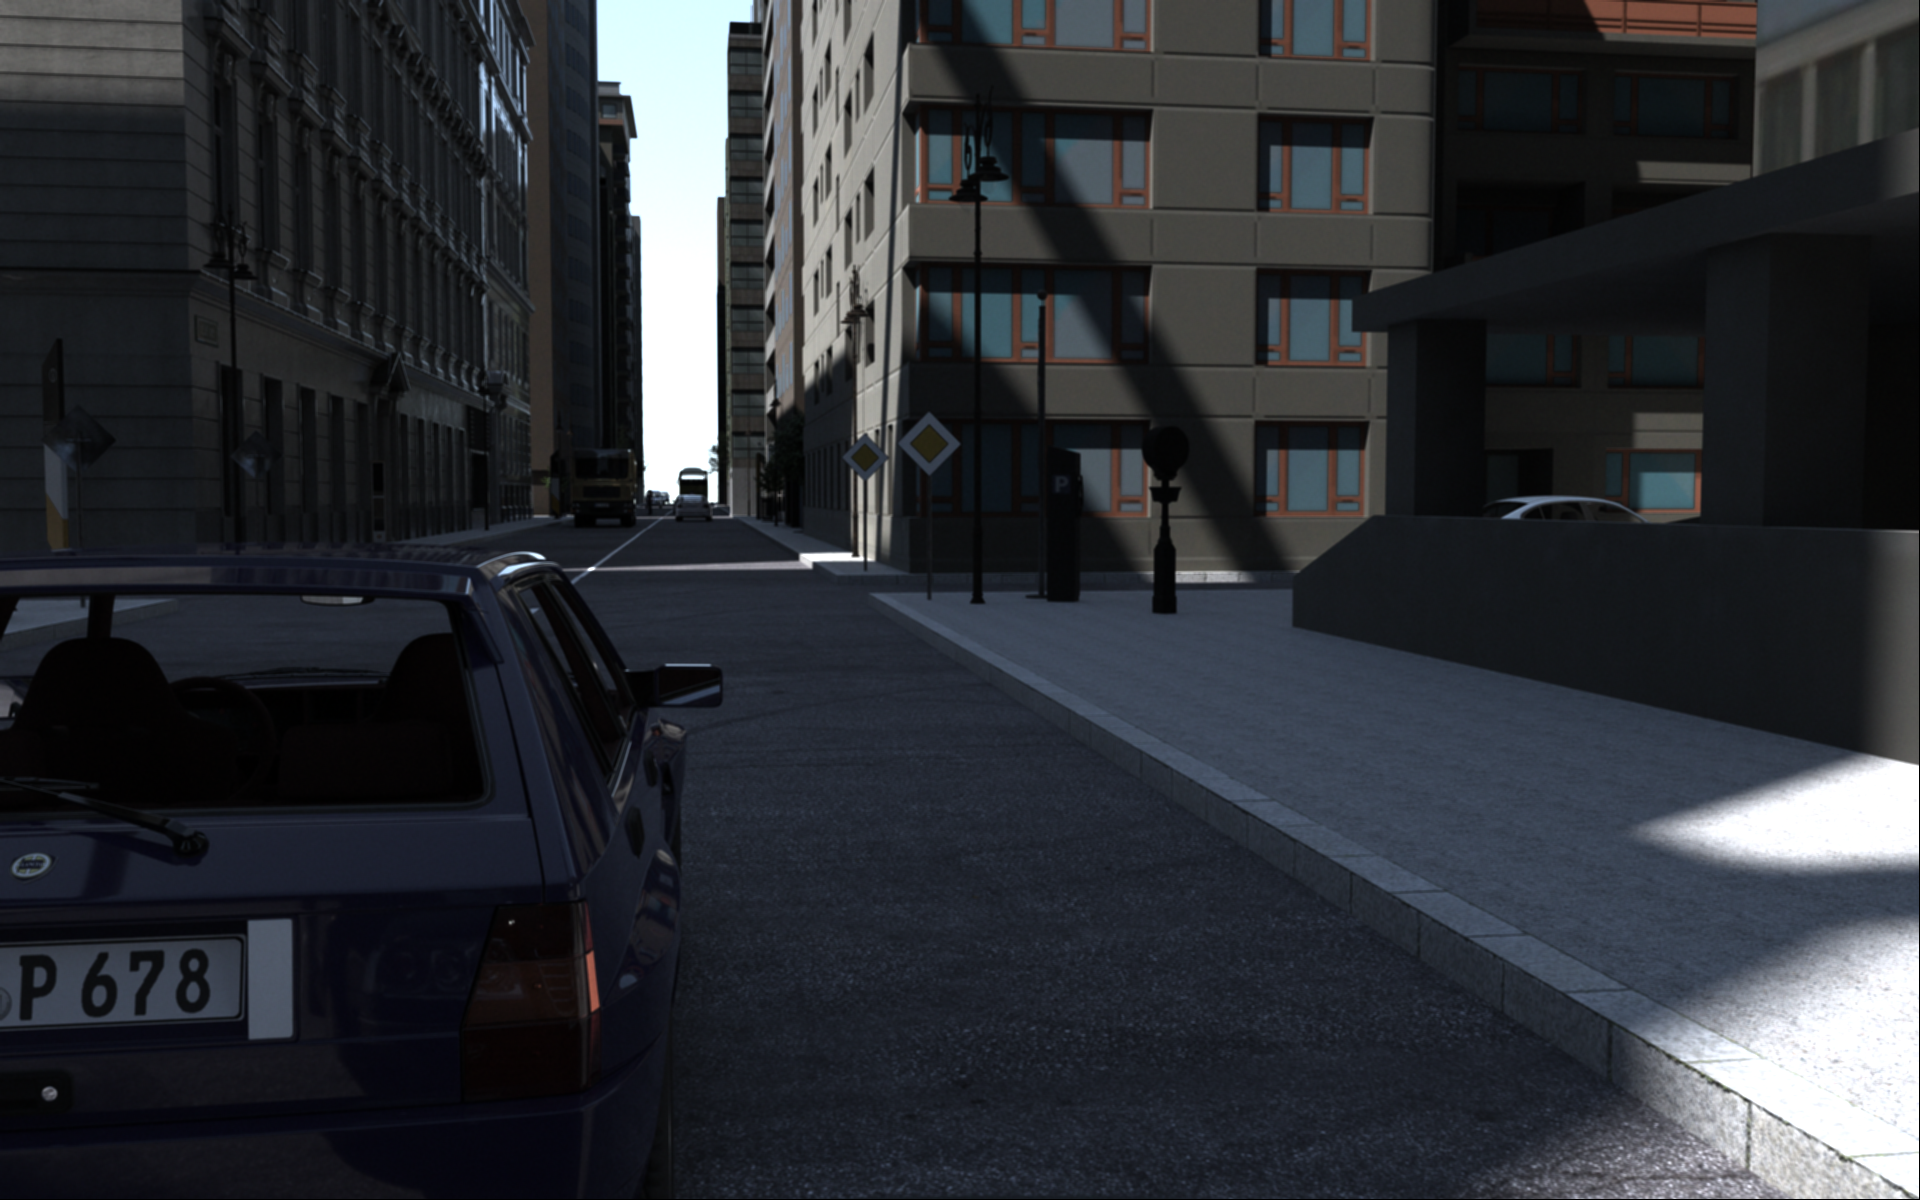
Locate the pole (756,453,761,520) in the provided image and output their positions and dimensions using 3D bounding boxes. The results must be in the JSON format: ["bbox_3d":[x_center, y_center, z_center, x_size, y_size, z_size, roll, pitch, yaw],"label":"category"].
[{"bbox_3d":[-10.136,-5.702,87.067,0.158,3.312,0.155,0,3,0],"label":"pole"}]

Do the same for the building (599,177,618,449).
[{"bbox_3d":[-40.051,-24.017,164.374,14.160,30.474,14.107,-1,4,-9],"label":"building"}]

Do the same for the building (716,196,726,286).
[{"bbox_3d":[-28.579,-36.954,254.313,14.600,45.320,14.200,-1,4,-9],"label":"building"}]

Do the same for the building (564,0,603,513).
[{"bbox_3d":[-38.130,-35.836,127.922,21.231,58.520,28.212,-1,4,-9],"label":"building"}]

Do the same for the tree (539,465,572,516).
[{"bbox_3d":[-23.142,-6.443,99.937,1.663,3.219,1.824,0,3,0],"label":"tree"}]

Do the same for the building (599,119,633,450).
[{"bbox_3d":[-48.848,-33.172,196.983,22.147,44.769,28.867,-1,4,-9],"label":"building"}]

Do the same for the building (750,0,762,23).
[{"bbox_3d":[-9.762,-33.331,164.577,23.786,49.044,30.456,-1,4,-9],"label":"building"}]

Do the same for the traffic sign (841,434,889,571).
[{"bbox_3d":[-1.581,-1.541,28.845,0.795,2.450,0.064,-1,4,-9],"label":"traffic sign"}]

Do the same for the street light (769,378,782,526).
[{"bbox_3d":[-7.334,-5.881,68.935,0.468,5.910,1.993,-1,4,-9],"label":"street light"}]

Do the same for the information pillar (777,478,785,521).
[{"bbox_3d":[-8.371,-4.703,81.387,0.304,2.012,0.304,3,5,40],"label":"information pillar"}]

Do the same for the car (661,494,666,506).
[{"bbox_3d":[-38.064,-12.612,218.206,2.014,1.417,4.499,-1,4,-11],"label":"car"}]

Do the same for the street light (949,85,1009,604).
[{"bbox_3d":[0.207,-2.897,20.147,0.468,5.910,1.993,-1,4,-9],"label":"street light"}]

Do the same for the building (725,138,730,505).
[{"bbox_3d":[-20.320,-31.751,202.723,14.154,41.232,14.086,-1,4,-9],"label":"building"}]

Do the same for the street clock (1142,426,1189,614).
[{"bbox_3d":[2.202,-0.858,18.598,0.471,2.002,0.358,-2,4,-31],"label":"street clock"}]

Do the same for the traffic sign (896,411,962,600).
[{"bbox_3d":[-0.375,-1.059,20.951,0.795,2.450,0.064,-1,4,-9],"label":"traffic sign"}]

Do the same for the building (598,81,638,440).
[{"bbox_3d":[-56.399,-38.827,224.053,28.713,52.752,27.495,-1,4,-9],"label":"building"}]

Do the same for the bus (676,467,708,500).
[{"bbox_3d":[-24.616,-10.274,159.520,2.896,3.916,12.252,-1,4,-10],"label":"bus"}]

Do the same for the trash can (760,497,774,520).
[{"bbox_3d":[-9.554,-4.539,85.861,0.748,1.137,0.748,0,3,0],"label":"trash can"}]

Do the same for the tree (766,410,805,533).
[{"bbox_3d":[-4.785,-4.536,57.874,4.285,4.588,4.351,0,3,0],"label":"tree"}]

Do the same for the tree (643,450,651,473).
[{"bbox_3d":[-48.408,-18.901,259.386,4.360,8.622,3.978,0,3,0],"label":"tree"}]

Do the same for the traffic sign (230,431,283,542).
[{"bbox_3d":[-11.118,-1.454,27.414,0.795,2.450,0.064,-1,4,-9],"label":"traffic sign"}]

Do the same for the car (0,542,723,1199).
[{"bbox_3d":[-1.540,0.515,4.162,1.945,1.354,3.894,-1,4,-9],"label":"car"}]

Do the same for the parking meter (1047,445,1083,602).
[{"bbox_3d":[1.252,-0.914,20.663,0.399,1.863,0.255,1,4,17],"label":"parking meter"}]

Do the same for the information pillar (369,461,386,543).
[{"bbox_3d":[-12.993,-2.090,38.670,0.304,2.012,0.304,-2,4,-24],"label":"information pillar"}]

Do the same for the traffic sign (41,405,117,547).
[{"bbox_3d":[-9.912,-0.971,19.520,0.795,2.450,0.064,-1,4,-9],"label":"traffic sign"}]

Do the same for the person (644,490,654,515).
[{"bbox_3d":[-21.480,-6.751,119.597,0.721,1.743,1.217,-3,5,-43],"label":"person"}]

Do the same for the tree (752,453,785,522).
[{"bbox_3d":[-8.762,-5.201,79.632,1.663,3.219,1.824,0,3,0],"label":"tree"}]

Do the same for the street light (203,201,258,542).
[{"bbox_3d":[-11.614,-3.360,27.727,0.468,5.910,1.993,-1,4,-9],"label":"street light"}]

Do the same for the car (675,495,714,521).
[{"bbox_3d":[-14.166,-4.887,92.262,2.083,1.381,4.827,0,4,-7],"label":"car"}]

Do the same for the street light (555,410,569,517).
[{"bbox_3d":[-21.961,-7.480,95.082,0.468,5.910,1.993,-1,4,-9],"label":"street light"}]

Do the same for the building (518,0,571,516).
[{"bbox_3d":[-32.045,-27.990,107.744,14.600,45.320,14.200,-1,4,-9],"label":"building"}]

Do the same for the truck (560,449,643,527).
[{"bbox_3d":[-15.719,-4.943,76.750,3.469,3.379,9.791,-1,4,-9],"label":"truck"}]

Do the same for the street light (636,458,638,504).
[{"bbox_3d":[-40.817,-15.072,219.207,0.468,5.910,1.993,-1,4,-9],"label":"street light"}]

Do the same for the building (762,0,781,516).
[{"bbox_3d":[0.474,-28.739,93.583,21.300,48.544,21.600,-1,4,-9],"label":"building"}]

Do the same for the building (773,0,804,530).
[{"bbox_3d":[-0.049,-25.525,67.451,14.600,45.320,14.200,-1,4,-9],"label":"building"}]

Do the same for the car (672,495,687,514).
[{"bbox_3d":[-19.829,-6.915,125.421,2.083,1.381,4.827,-1,4,-10],"label":"car"}]

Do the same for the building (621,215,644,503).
[{"bbox_3d":[-52.442,-34.409,246.176,14.154,41.232,14.086,-1,4,-9],"label":"building"}]

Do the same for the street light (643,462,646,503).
[{"bbox_3d":[-46.104,-17.150,253.186,0.468,5.910,1.993,-1,4,-9],"label":"street light"}]

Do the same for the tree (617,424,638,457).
[{"bbox_3d":[-35.281,-13.953,178.497,4.737,8.622,4.395,0,3,0],"label":"tree"}]

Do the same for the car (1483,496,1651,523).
[{"bbox_3d":[8.957,-0.795,24.994,4.499,1.417,2.014,-1,4,-9],"label":"car"}]

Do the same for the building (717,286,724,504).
[{"bbox_3d":[-26.670,-28.688,240.749,14.160,30.474,14.107,-1,4,-9],"label":"building"}]

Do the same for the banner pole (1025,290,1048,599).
[{"bbox_3d":[1.001,-1.928,21.539,0.401,3.779,0.863,0,4,-2],"label":"banner pole"}]

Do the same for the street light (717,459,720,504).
[{"bbox_3d":[-31.530,-15.566,227.290,0.468,5.910,1.993,-1,4,-9],"label":"street light"}]

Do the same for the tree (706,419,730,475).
[{"bbox_3d":[-24.183,-15.472,187.383,7.601,10.594,8.767,2,4,30],"label":"tree"}]

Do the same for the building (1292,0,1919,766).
[{"bbox_3d":[20.187,-19.525,11.120,32.217,40.220,23.993,-1,4,-9],"label":"building"}]

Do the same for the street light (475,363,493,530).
[{"bbox_3d":[-16.746,-5.402,61.115,0.468,5.910,1.993,-1,4,-9],"label":"street light"}]

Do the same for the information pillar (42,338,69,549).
[{"bbox_3d":[-13.676,-2.131,26.196,0.504,3.616,0.183,2,4,35],"label":"information pillar"}]

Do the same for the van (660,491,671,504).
[{"bbox_3d":[-43.591,-15.169,255.030,2.013,2.044,4.112,-1,4,-9],"label":"van"}]

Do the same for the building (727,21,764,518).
[{"bbox_3d":[-7.791,-20.751,110.985,14.160,30.474,14.107,-1,4,-9],"label":"building"}]

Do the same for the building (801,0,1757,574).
[{"bbox_3d":[11.389,-12.109,43.022,28.899,21.520,27.650,-1,4,-9],"label":"building"}]

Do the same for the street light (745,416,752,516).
[{"bbox_3d":[-12.539,-7.952,102.801,0.468,5.910,1.993,-1,4,-9],"label":"street light"}]

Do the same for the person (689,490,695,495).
[{"bbox_3d":[-18.867,-6.888,122.065,0.756,1.711,0.436,1,4,19],"label":"person"}]

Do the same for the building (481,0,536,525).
[{"bbox_3d":[-26.971,-17.933,79.109,13.634,28.700,20.117,-1,4,-9],"label":"building"}]

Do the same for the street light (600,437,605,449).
[{"bbox_3d":[-28.201,-10.036,136.874,0.468,5.910,1.993,-1,4,-9],"label":"street light"}]

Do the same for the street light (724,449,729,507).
[{"bbox_3d":[-23.979,-12.551,178.003,0.468,5.910,1.993,-1,4,-9],"label":"street light"}]

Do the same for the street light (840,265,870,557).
[{"bbox_3d":[-2.127,-3.810,35.084,0.468,5.910,1.993,-1,4,-9],"label":"street light"}]

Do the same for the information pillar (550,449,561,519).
[{"bbox_3d":[-20.814,-5.975,89.040,0.183,3.616,0.504,3,5,39],"label":"information pillar"}]

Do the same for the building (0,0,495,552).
[{"bbox_3d":[-23.416,-16.561,47.180,17.030,29.872,44.131,-1,4,-9],"label":"building"}]

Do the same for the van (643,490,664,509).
[{"bbox_3d":[-30.671,-10.171,173.299,2.013,2.044,4.112,-1,4,-10],"label":"van"}]

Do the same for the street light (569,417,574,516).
[{"bbox_3d":[-23.228,-7.992,103.462,0.468,5.910,1.993,-1,4,-9],"label":"street light"}]
